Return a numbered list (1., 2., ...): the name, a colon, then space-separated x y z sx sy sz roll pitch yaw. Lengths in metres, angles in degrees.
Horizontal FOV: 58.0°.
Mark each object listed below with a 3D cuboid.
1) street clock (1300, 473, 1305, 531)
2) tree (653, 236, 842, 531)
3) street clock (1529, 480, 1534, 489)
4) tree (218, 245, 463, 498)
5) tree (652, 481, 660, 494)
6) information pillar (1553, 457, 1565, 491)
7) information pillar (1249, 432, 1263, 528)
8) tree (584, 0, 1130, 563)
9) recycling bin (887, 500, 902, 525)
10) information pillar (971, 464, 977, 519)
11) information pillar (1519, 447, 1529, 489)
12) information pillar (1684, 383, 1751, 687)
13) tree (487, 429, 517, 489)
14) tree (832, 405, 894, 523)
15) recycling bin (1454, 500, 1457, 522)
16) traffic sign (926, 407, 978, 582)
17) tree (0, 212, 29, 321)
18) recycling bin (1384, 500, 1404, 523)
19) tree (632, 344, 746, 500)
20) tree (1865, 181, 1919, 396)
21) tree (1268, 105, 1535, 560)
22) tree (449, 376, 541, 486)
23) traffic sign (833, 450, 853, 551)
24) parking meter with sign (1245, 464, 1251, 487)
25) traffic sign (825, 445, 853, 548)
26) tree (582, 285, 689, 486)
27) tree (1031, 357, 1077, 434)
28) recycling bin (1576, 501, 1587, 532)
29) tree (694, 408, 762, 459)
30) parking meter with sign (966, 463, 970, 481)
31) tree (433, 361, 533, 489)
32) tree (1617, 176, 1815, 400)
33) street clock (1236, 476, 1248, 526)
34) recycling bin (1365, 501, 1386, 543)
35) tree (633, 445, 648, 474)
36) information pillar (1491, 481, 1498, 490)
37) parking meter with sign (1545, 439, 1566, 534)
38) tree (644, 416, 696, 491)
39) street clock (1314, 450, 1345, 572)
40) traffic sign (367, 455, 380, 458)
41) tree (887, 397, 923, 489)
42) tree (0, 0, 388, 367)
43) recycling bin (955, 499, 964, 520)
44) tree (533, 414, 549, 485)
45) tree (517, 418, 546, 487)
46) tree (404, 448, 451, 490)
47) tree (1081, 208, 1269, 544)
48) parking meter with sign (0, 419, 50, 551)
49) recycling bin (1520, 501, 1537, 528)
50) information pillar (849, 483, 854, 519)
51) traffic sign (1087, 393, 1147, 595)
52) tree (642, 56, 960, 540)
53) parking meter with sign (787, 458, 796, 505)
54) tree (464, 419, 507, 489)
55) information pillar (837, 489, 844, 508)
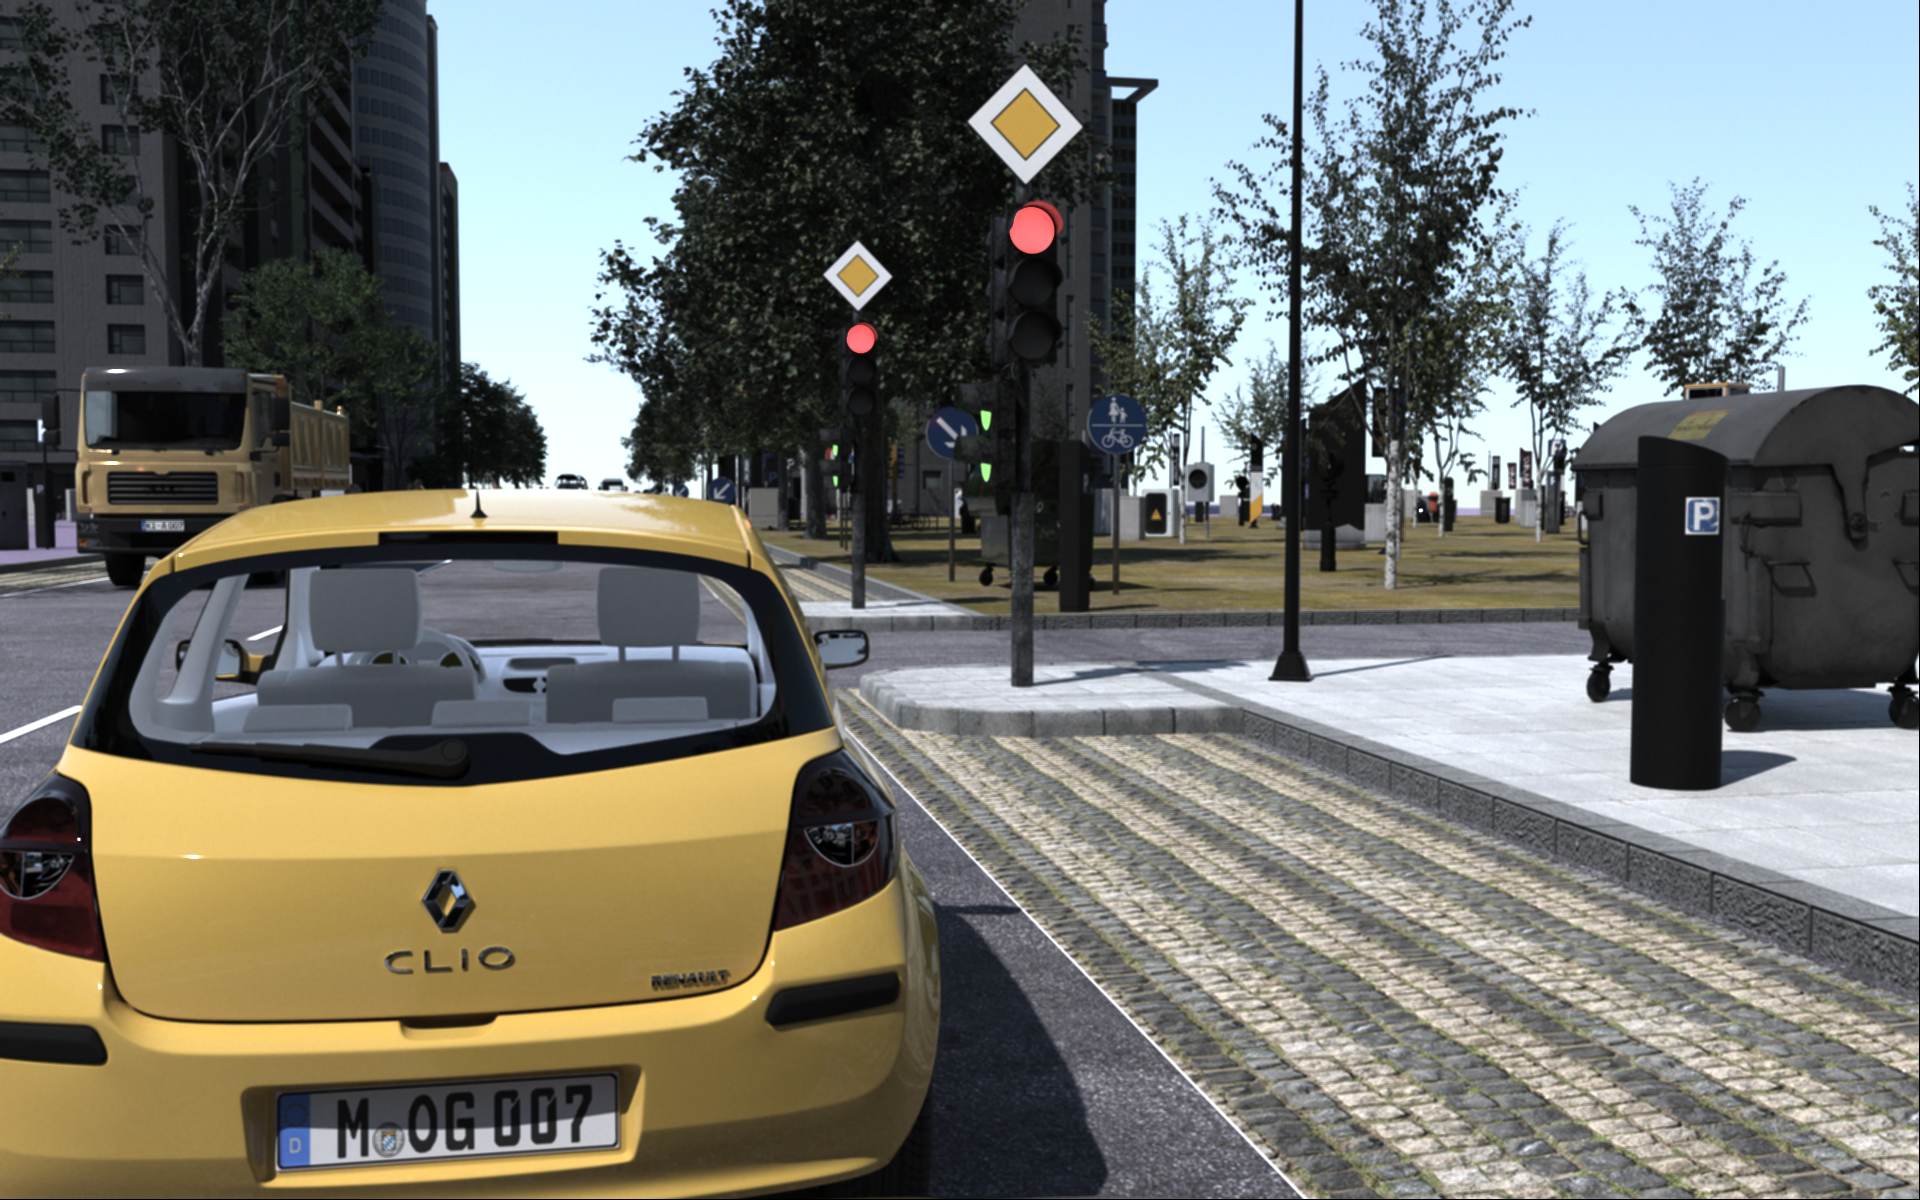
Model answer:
1. street clock: 11.712 -3.362 59.536 0.358 2.002 0.471 -1 4 -12
2. tree: -6.408 -8.613 58.957 7.486 12.596 7.792 0 3 0
3. street clock: 29.093 -5.121 88.291 0.358 2.002 0.471 1 4 14
4. tree: -26.683 -8.913 71.483 9.928 11.665 9.643 0 3 0
5. tree: -39.283 -14.099 225.113 1.663 3.219 1.824 0 3 0
6. information pillar: 25.819 -5.093 74.622 0.504 3.616 0.183 1 4 21
7. information pillar: 11.119 -4.503 64.986 0.504 3.616 0.183 2 4 28
8. tree: -1.626 -7.050 32.273 9.611 12.733 9.660 0 3 0
9. recycling bin: -2.825 -3.680 72.719 0.722 1.027 0.722 0 4 -5
10. information pillar: 0.811 -6.075 90.676 0.504 3.616 0.183 0 4 5
11. information pillar: 27.969 -5.783 85.903 0.504 3.616 0.183 3 5 41
12. information pillar: 5.065 -0.437 11.640 0.304 2.012 0.304 -3 4 -38
13. tree: -32.790 -10.702 100.741 9.928 11.665 9.643 0 3 0
14. tree: -5.183 -7.753 77.126 4.360 8.622 3.978 0 3 0
15. recycling bin: 22.710 -4.164 80.636 0.722 1.027 0.722 2 4 26
16. traffic sign: -0.116 -1.544 25.355 0.768 2.556 0.104 0 4 -2
17. tree: -18.571 -4.845 29.578 4.737 8.622 4.395 0 3 0
18. recycling bin: 19.097 -3.903 76.374 0.722 1.027 0.722 -1 4 -21
19. tree: -14.620 -10.088 99.347 8.767 10.594 7.601 0 4 -6
20. tree: 22.978 -5.500 40.295 4.737 8.622 4.395 0 3 0
21. tree: 8.779 -5.090 33.582 4.737 8.622 4.395 0 3 0
22. tree: -49.988 -17.115 186.491 9.857 13.997 8.962 0 3 0
23. traffic sign: -2.582 -2.271 39.258 0.606 2.300 0.079 0 4 -7
24. parking meter with sign: 16.464 -6.222 97.995 0.543 3.016 1.738 0 4 5
25. traffic sign: -2.835 -2.531 41.485 0.768 2.556 0.104 0 4 -5
26. tree: -26.465 -18.141 152.494 12.611 20.169 13.585 0 3 0
27. tree: 4.468 -8.744 93.334 4.360 8.622 3.978 0 3 0
28. recycling bin: 21.660 -2.867 59.431 0.722 1.027 0.722 -3 4 -38
29. tree: -12.082 -8.576 90.572 4.737 8.622 4.395 0 3 0
30. parking meter with sign: 1.249 -6.120 96.329 1.738 3.016 0.543 1 4 16
31. tree: -41.416 -14.046 147.771 7.486 12.596 7.792 0 3 0
32. tree: 17.240 -5.487 40.070 4.360 8.622 3.978 0 3 0
33. street clock: 11.299 -3.968 69.449 0.471 2.002 0.358 0 4 -4
34. recycling bin: 10.918 -2.032 45.784 0.722 1.027 0.722 0 4 5
35. tree: -41.296 -19.046 237.155 9.928 11.665 9.643 0 3 0
36. information pillar: 30.633 -5.799 99.309 0.304 2.012 0.304 0 4 -7
37. parking meter with sign: 19.214 -3.656 56.043 0.543 3.016 1.738 1 4 14
38. tree: -22.150 -11.339 135.761 4.360 8.622 3.978 0 3 0
39. street clock: 6.085 -1.469 28.586 0.358 2.002 0.471 -3 5 -40
40. traffic sign: -31.278 -5.875 89.936 2.265 3.308 0.079 0 4 -8
41. tree: -4.140 -8.734 93.169 4.737 8.622 4.395 0 3 0
42. tree: -23.912 -11.931 50.954 12.611 20.169 13.585 0 3 0
43. recycling bin: 0.158 -4.507 86.246 0.722 1.027 0.722 -3 5 -39
44. tree: -59.659 -19.531 237.461 7.486 12.596 7.792 0 3 0
45. tree: -58.519 -18.463 227.623 9.928 11.665 9.643 0 3 0
46. tree: -37.478 -8.465 122.116 4.285 4.588 4.351 0 3 0
47. tree: 5.531 -5.750 44.383 4.737 8.622 4.395 0 3 0
48. parking meter with sign: -21.765 -2.649 39.567 0.543 3.016 1.738 3 5 42
49. recycling bin: 21.478 -3.204 64.943 0.722 1.027 0.722 0 4 0
50. information pillar: -5.613 -5.232 90.036 0.304 2.012 0.304 0 3 0
51. traffic sign: 1.989 -1.340 22.009 0.768 2.556 0.104 0 4 -4
52. tree: -4.109 -8.694 48.797 9.857 13.997 8.962 0 3 0
53. parking meter with sign: -8.471 -5.438 85.172 0.543 3.016 1.738 -1 4 -15
54. tree: -43.161 -12.637 156.974 4.360 8.622 3.978 0 3 0
55. information pillar: -6.331 -6.111 91.275 0.183 3.616 0.504 -3 5 -42
